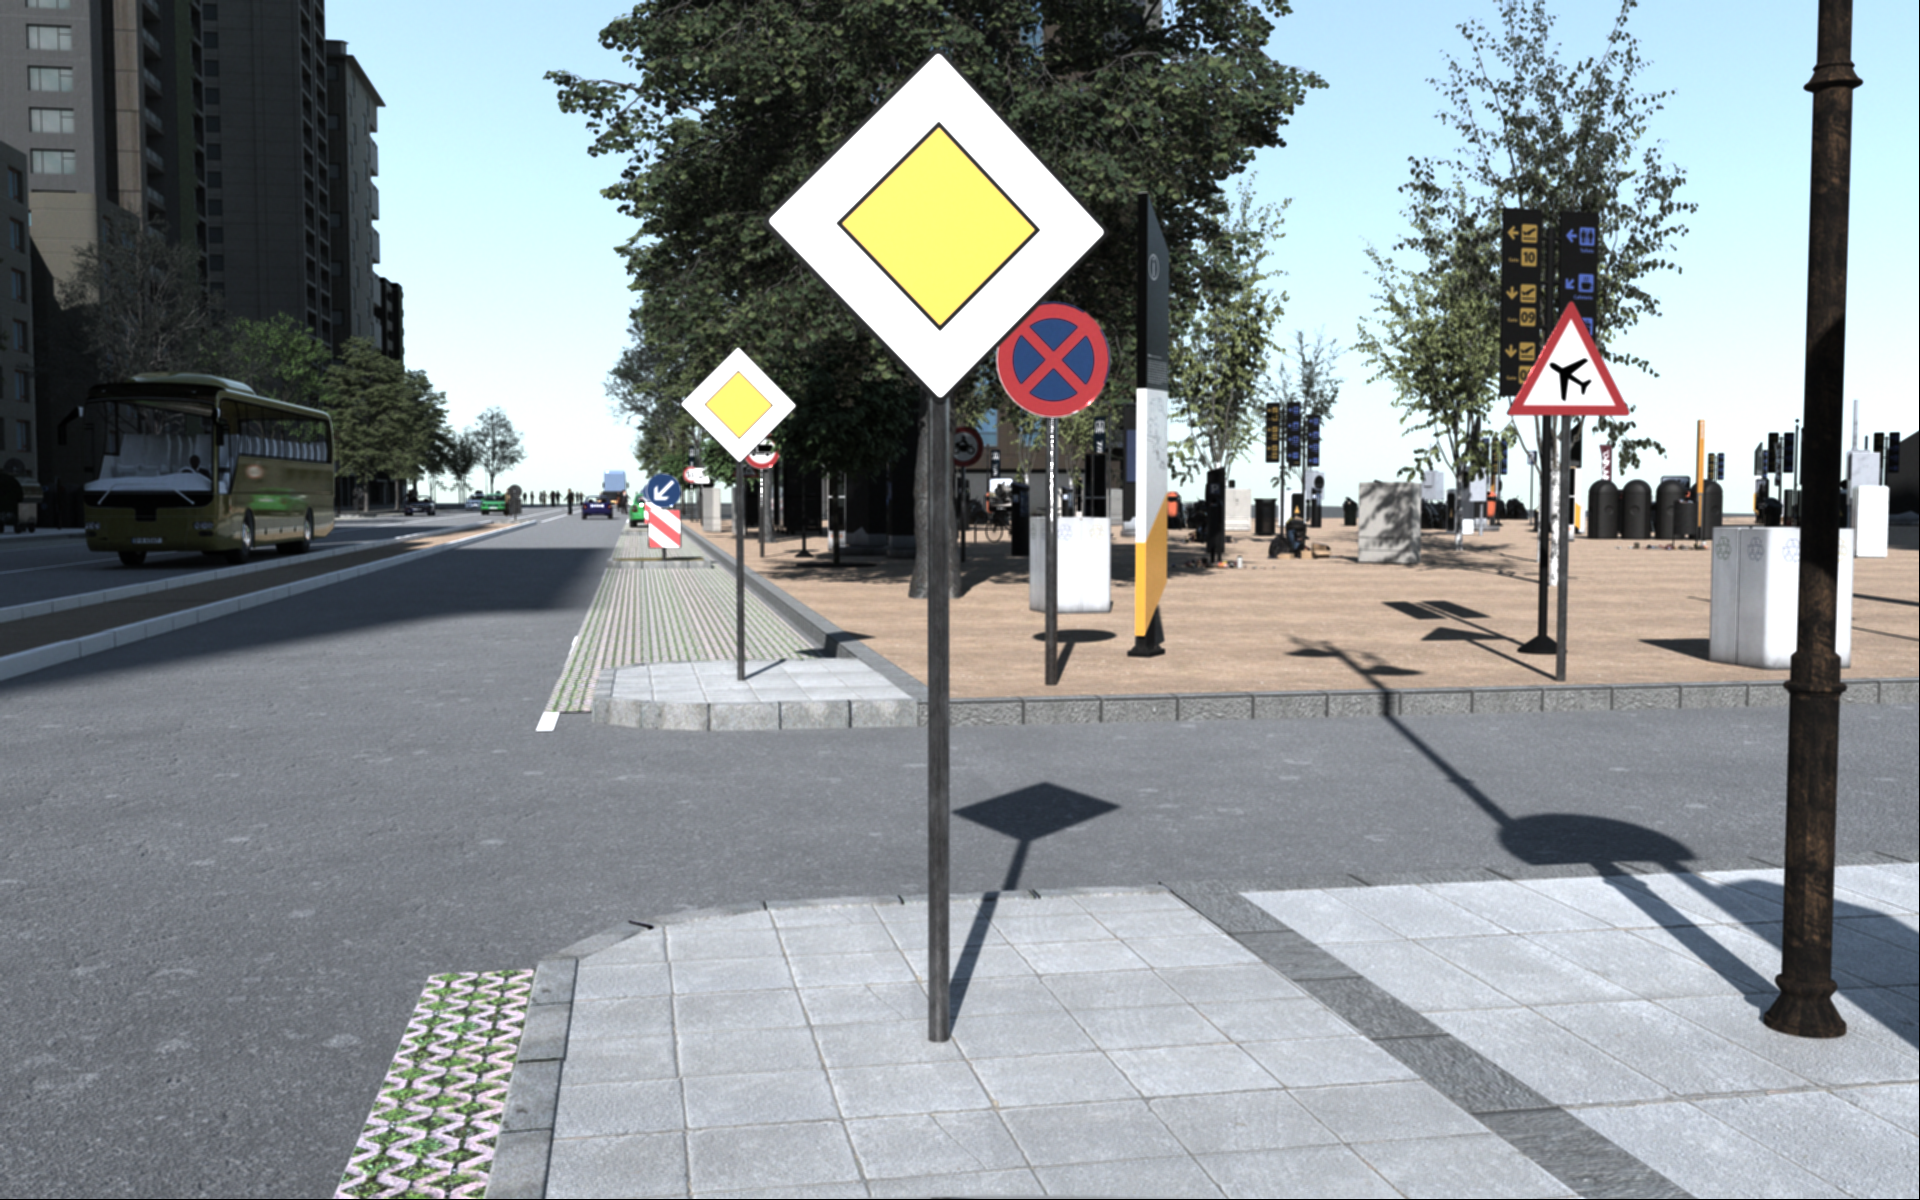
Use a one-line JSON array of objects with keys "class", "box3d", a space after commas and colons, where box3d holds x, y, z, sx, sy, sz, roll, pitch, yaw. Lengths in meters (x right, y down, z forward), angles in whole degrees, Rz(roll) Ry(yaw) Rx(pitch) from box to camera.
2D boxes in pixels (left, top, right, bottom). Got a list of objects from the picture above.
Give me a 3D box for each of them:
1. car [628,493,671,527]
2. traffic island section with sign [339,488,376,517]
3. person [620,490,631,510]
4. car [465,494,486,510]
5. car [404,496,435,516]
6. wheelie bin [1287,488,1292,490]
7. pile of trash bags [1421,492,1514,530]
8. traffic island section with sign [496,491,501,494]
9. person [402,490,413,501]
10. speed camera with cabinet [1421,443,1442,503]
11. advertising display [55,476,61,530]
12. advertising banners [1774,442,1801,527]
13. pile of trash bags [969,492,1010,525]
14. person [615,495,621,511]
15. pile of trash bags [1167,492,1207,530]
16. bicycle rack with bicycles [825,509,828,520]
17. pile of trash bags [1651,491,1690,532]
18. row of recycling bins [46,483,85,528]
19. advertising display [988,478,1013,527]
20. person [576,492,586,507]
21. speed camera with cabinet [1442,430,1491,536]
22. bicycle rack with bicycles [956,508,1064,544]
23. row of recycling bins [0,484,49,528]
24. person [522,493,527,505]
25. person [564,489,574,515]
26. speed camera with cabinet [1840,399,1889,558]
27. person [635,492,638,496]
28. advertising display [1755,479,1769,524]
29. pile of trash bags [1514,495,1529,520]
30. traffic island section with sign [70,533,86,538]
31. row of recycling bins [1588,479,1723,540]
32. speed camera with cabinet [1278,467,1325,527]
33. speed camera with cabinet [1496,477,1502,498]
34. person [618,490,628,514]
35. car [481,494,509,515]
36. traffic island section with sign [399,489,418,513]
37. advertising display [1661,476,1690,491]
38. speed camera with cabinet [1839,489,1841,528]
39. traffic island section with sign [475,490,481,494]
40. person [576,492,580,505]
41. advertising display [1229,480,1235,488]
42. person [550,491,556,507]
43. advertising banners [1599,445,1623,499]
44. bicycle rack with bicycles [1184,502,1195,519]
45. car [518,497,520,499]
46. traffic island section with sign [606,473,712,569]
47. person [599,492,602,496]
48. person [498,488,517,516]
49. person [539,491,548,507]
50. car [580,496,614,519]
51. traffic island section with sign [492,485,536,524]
[{"class": "car", "box3d": [-13.434, -4.066, 75.277, 1.959, 1.807, 4.718, -1, 4, -10]}, {"class": "traffic island section with sign", "box3d": [-37.203, -6.019, 107.039, 1.989, 1.847, 2.006, -1, 4, -10]}, {"class": "person", "box3d": [-30.244, -8.997, 155.623, 1.348, 1.821, 0.705, -2, 4, -25]}, {"class": "car", "box3d": [-42.763, -8.659, 153.577, 2.014, 1.417, 4.499, -1, 4, -9]}, {"class": "car", "box3d": [-36.105, -6.311, 115.764, 1.945, 1.354, 3.894, -1, 4, -12]}, {"class": "wheelie bin", "box3d": [16.125, -4.715, 85.005, 0.693, 1.594, 0.980, 2, 4, 25]}, {"class": "pile of trash bags", "box3d": [18.012, -3.264, 63.125, 1.912, 1.369, 3.447, -3, 5, -43]}, {"class": "traffic island section with sign", "box3d": [-57.205, -12.608, 214.773, 1.989, 1.847, 2.006, -1, 4, -10]}, {"class": "person", "box3d": [-40.907, -7.327, 128.811, 1.217, 1.766, 0.721, -3, 5, -42]}, {"class": "speed camera with cabinet", "box3d": [18.813, -4.431, 66.777, 0.660, 3.252, 2.038, -3, 5, -39]}, {"class": "advertising display", "box3d": [-32.745, -3.528, 62.892, 0.123, 1.923, 0.974, -2, 4, -31]}, {"class": "advertising banners", "box3d": [28.262, -3.842, 59.011, 2.074, 3.025, 0.090, -2, 4, -34]}, {"class": "pile of trash bags", "box3d": [1.222, -3.907, 73.638, 1.912, 1.369, 3.447, 0, 4, 3]}, {"class": "person", "box3d": [-28.599, -8.162, 145.210, 1.065, 1.426, 0.557, 3, 5, 40]}, {"class": "pile of trash bags", "box3d": [8.208, -3.289, 63.522, 1.912, 1.369, 3.447, 1, 4, 22]}, {"class": "bicycle rack with bicycles", "box3d": [-4.869, -4.141, 81.081, 2.925, 0.926, 2.852, -1, 4, -9]}, {"class": "pile of trash bags", "box3d": [23.501, -3.004, 58.863, 1.912, 1.369, 3.447, -2, 4, -31]}, {"class": "row of recycling bins", "box3d": [-34.302, -3.783, 68.967, 1.069, 1.692, 3.534, 2, 4, 25]}, {"class": "advertising display", "box3d": [1.602, -3.830, 67.840, 0.974, 1.923, 0.123, 0, 3, 0]}, {"class": "person", "box3d": [-42.932, -11.438, 196.338, 1.217, 1.723, 0.721, -1, 4, -23]}, {"class": "speed camera with cabinet", "box3d": [15.836, -3.658, 54.149, 0.660, 3.252, 2.038, 0, 4, -3]}, {"class": "bicycle rack with bicycles", "box3d": [1.841, -1.978, 45.727, 2.852, 0.926, 2.925, 3, 5, 40]}, {"class": "row of recycling bins", "box3d": [-39.101, -3.923, 71.254, 3.534, 1.692, 1.069, 2, 4, 33]}, {"class": "person", "box3d": [-54.993, -12.761, 218.617, 0.593, 1.643, 0.415, -3, 4, -39]}, {"class": "person", "box3d": [-27.371, -6.902, 121.365, 0.705, 1.821, 1.348, -3, 5, -40]}, {"class": "speed camera with cabinet", "box3d": [18.636, -2.521, 35.551, 0.660, 3.252, 2.038, 1, 4, 21]}, {"class": "person", "box3d": [-44.202, -13.952, 237.328, 0.721, 1.736, 1.217, 1, 4, 15]}, {"class": "advertising display", "box3d": [34.095, -4.185, 73.640, 0.123, 1.923, 0.974, 0, 4, 0]}, {"class": "pile of trash bags", "box3d": [28.351, -4.769, 87.719, 3.447, 1.369, 1.912, 1, 4, 13]}, {"class": "traffic island section with sign", "box3d": [-27.888, -2.950, 56.865, 1.989, 1.847, 2.006, -1, 4, -10]}, {"class": "row of recycling bins", "box3d": [19.645, -2.561, 48.986, 3.534, 1.692, 1.069, 1, 4, 18]}, {"class": "speed camera with cabinet", "box3d": [13.322, -4.474, 67.479, 2.038, 3.252, 0.660, -3, 4, -37]}, {"class": "speed camera with cabinet", "box3d": [28.252, -5.967, 91.894, 0.660, 3.252, 2.038, 2, 4, 30]}, {"class": "person", "box3d": [-24.115, -7.014, 123.976, 0.445, 1.727, 0.742, 3, 4, 38]}, {"class": "car", "box3d": [-32.324, -6.844, 120.699, 1.959, 1.807, 4.718, -1, 4, -10]}, {"class": "traffic island section with sign", "box3d": [-42.134, -7.644, 133.609, 1.989, 1.847, 2.006, -1, 4, -10]}, {"class": "advertising display", "box3d": [25.581, -3.471, 61.963, 0.974, 1.923, 0.123, 2, 4, 24]}, {"class": "speed camera with cabinet", "box3d": [30.009, -3.919, 58.407, 2.038, 3.252, 0.660, 0, 4, -8]}, {"class": "traffic island section with sign", "box3d": [-52.158, -10.949, 187.637, 1.989, 1.847, 2.006, -1, 4, -10]}, {"class": "person", "box3d": [-52.503, -13.992, 238.048, 0.721, 1.735, 1.217, 1, 4, 10]}, {"class": "advertising display", "box3d": [12.502, -4.557, 79.725, 0.123, 1.923, 0.974, 0, 4, -1]}, {"class": "person", "box3d": [-46.033, -11.418, 195.898, 0.721, 1.743, 1.217, 1, 4, 19]}, {"class": "advertising banners", "box3d": [23.561, -3.995, 61.500, 2.074, 3.025, 0.090, -1, 4, -15]}, {"class": "bicycle rack with bicycles", "box3d": [11.739, -4.301, 83.702, 2.852, 0.926, 2.925, 2, 4, 33]}, {"class": "car", "box3d": [-50.137, -11.266, 193.233, 2.155, 1.783, 4.494, -1, 4, -11]}, {"class": "traffic island section with sign", "box3d": [-5.908, -1.545, 33.890, 1.989, 1.847, 2.006, -1, 4, -10]}, {"class": "person", "box3d": [-45.746, -12.914, 220.566, 0.530, 1.710, 0.541, 0, 4, -8]}, {"class": "person", "box3d": [-29.537, -6.401, 113.250, 1.348, 1.812, 0.705, 0, 4, 5]}, {"class": "person", "box3d": [-45.370, -11.034, 188.903, 1.348, 1.824, 0.705, 2, 4, 28]}, {"class": "car", "box3d": [-20.800, -5.305, 99.312, 1.945, 1.354, 3.894, -1, 4, -12]}, {"class": "traffic island section with sign", "box3d": [-21.697, -4.657, 84.278, 2.006, 1.907, 1.989, -1, 4, -10]}]
